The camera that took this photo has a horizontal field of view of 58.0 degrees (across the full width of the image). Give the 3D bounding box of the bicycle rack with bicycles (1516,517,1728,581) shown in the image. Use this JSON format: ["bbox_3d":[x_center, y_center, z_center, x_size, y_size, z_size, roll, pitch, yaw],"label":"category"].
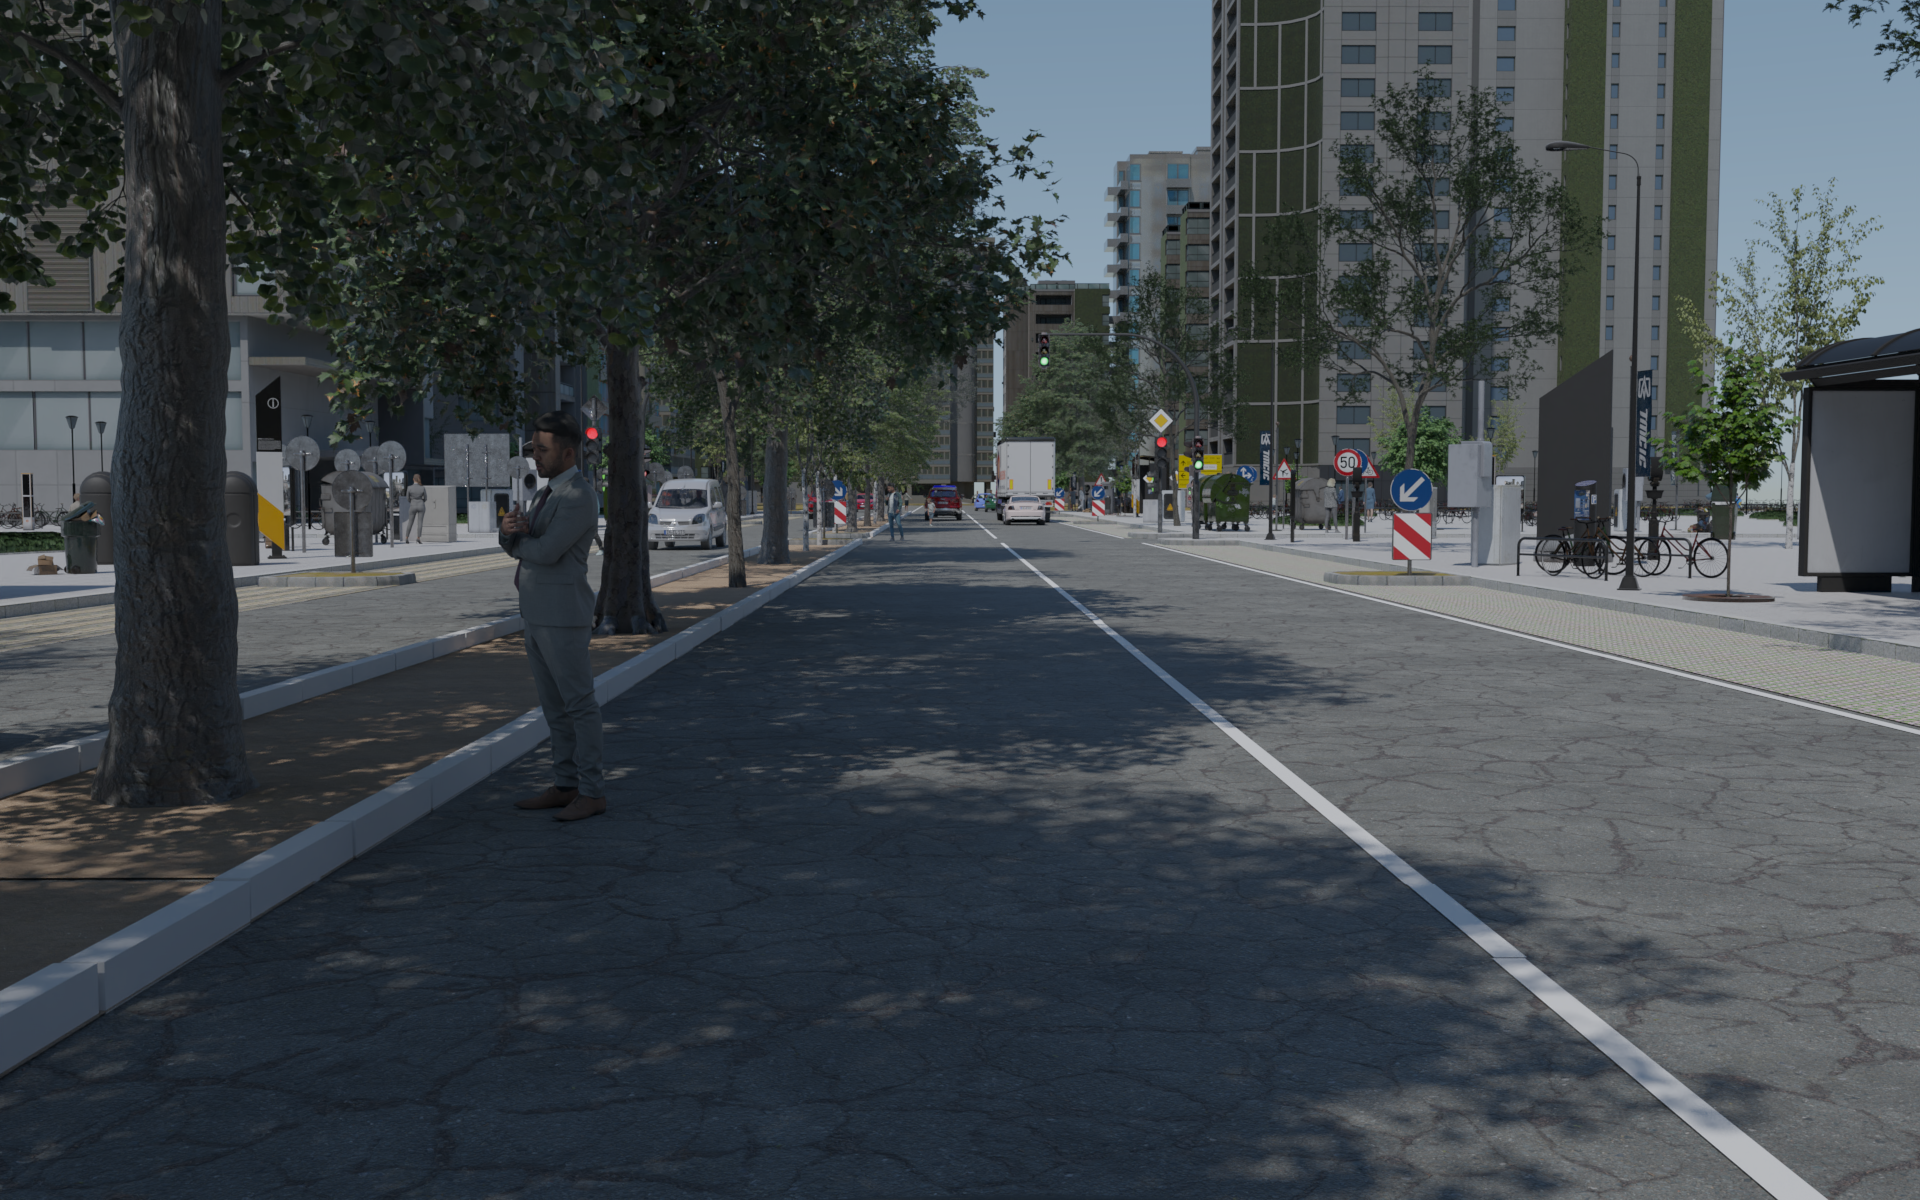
[{"bbox_3d":[9.965,-0.827,26.902,2.852,0.926,2.925,-2,4,-26],"label":"bicycle rack with bicycles"}]

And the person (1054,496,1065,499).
[{"bbox_3d":[7.919,-8.030,137.855,0.721,1.766,1.217,-3,5,-39],"label":"person"}]

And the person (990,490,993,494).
[{"bbox_3d":[2.781,-8.891,153.869,1.348,1.824,0.705,-1,4,-11],"label":"person"}]

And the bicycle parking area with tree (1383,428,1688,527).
[{"bbox_3d":[23.822,-5.233,72.556,9.016,4.147,8.231,-1,4,-10],"label":"bicycle parking area with tree"}]

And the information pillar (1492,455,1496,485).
[{"bbox_3d":[9.899,-1.729,32.758,0.304,2.012,0.304,-3,4,-37],"label":"information pillar"}]

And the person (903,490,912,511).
[{"bbox_3d":[-4.307,-8.080,141.394,0.721,1.735,1.217,-3,5,-41],"label":"person"}]

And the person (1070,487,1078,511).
[{"bbox_3d":[8.631,-7.587,130.450,0.716,1.782,0.532,1,4,15],"label":"person"}]

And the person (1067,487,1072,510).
[{"bbox_3d":[8.726,-7.954,136.088,0.705,1.824,1.348,-1,4,-19],"label":"person"}]

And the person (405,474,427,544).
[{"bbox_3d":[-13.991,-2.338,44.545,0.520,1.790,0.573,-2,4,-27],"label":"person"}]

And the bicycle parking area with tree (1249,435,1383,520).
[{"bbox_3d":[18.104,-6.140,87.385,9.016,4.147,8.231,0,4,4],"label":"bicycle parking area with tree"}]

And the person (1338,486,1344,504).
[{"bbox_3d":[24.929,-6.554,113.382,0.419,1.800,0.721,1,4,17],"label":"person"}]

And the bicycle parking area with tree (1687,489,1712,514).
[{"bbox_3d":[30.747,-5.914,83.692,8.231,4.147,9.016,-1,4,-9],"label":"bicycle parking area with tree"}]

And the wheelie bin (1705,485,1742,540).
[{"bbox_3d":[21.513,-2.500,48.788,0.980,1.594,0.693,2,4,32],"label":"wheelie bin"}]

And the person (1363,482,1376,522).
[{"bbox_3d":[18.643,-4.450,78.828,0.581,1.822,0.654,1,4,20],"label":"person"}]

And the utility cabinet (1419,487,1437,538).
[{"bbox_3d":[13.403,-2.500,49.552,0.318,1.500,1.173,2,4,25],"label":"utility cabinet"}]

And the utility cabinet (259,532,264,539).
[{"bbox_3d":[-19.965,-2.483,49.280,0.318,1.500,1.173,2,4,27],"label":"utility cabinet"}]

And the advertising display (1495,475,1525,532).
[{"bbox_3d":[18.706,-3.286,58.939,0.974,1.923,0.123,2,4,26],"label":"advertising display"}]

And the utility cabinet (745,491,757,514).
[{"bbox_3d":[-13.556,-6.330,112.177,0.318,1.500,1.173,1,4,21],"label":"utility cabinet"}]

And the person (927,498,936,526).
[{"bbox_3d":[-1.282,-3.919,77.256,0.352,1.250,0.332,-2,4,-31],"label":"person"}]

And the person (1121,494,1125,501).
[{"bbox_3d":[18.938,-11.970,201.764,0.705,1.823,1.348,-1,4,-15],"label":"person"}]

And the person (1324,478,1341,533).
[{"bbox_3d":[12.270,-3.119,57.219,0.526,1.800,0.537,-2,4,-29],"label":"person"}]

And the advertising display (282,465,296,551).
[{"bbox_3d":[-15.288,-2.072,39.091,0.974,1.923,0.123,3,5,41],"label":"advertising display"}]

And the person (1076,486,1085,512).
[{"bbox_3d":[8.587,-7.170,123.153,0.818,1.842,0.514,-1,4,-19],"label":"person"}]

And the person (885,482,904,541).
[{"bbox_3d":[-2.006,-2.668,52.472,0.623,1.781,0.721,1,4,18],"label":"person"}]

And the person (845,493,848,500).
[{"bbox_3d":[-8.859,-7.723,134.862,1.348,1.812,0.705,1,4,20],"label":"person"}]

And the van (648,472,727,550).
[{"bbox_3d":[-7.214,-2.372,45.788,2.013,2.044,4.112,0,4,0],"label":"van"}]

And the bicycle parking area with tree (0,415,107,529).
[{"bbox_3d":[-33.013,-4.827,65.928,9.016,4.147,8.231,0,4,-2],"label":"bicycle parking area with tree"}]

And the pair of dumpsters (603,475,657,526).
[{"bbox_3d":[-12.861,-3.956,67.170,1.574,2.255,4.437,0,4,-1],"label":"pair of dumpsters"}]

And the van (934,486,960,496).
[{"bbox_3d":[-1.098,-7.539,127.654,2.240,2.365,5.245,0,4,0],"label":"van"}]

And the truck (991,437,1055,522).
[{"bbox_3d":[3.286,-6.234,90.840,2.839,4.237,11.283,0,4,-2],"label":"truck"}]

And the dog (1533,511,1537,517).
[{"bbox_3d":[16.425,-2.072,48.262,0.800,0.831,0.513,3,4,36],"label":"dog"}]

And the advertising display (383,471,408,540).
[{"bbox_3d":[-15.745,-2.637,48.335,0.974,1.923,0.123,2,4,35],"label":"advertising display"}]

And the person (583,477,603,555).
[{"bbox_3d":[-8.620,-1.955,40.479,0.660,1.820,0.620,2,4,31],"label":"person"}]

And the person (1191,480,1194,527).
[{"bbox_3d":[9.252,-3.768,67.756,0.679,1.850,0.850,0,4,-4],"label":"person"}]

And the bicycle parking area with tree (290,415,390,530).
[{"bbox_3d":[-23.470,-4.789,65.304,9.016,4.147,8.231,1,4,19],"label":"bicycle parking area with tree"}]

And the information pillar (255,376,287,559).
[{"bbox_3d":[-13.590,-2.617,34.135,0.504,3.616,0.183,-2,4,-28],"label":"information pillar"}]

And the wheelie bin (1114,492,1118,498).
[{"bbox_3d":[10.683,-6.978,122.001,0.693,1.594,0.980,1,4,22],"label":"wheelie bin"}]

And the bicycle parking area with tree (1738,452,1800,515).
[{"bbox_3d":[48.102,-7.446,108.736,9.016,4.147,8.231,1,4,14],"label":"bicycle parking area with tree"}]

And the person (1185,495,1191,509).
[{"bbox_3d":[19.596,-8.560,145.938,1.348,1.831,0.705,0,4,3],"label":"person"}]

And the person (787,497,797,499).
[{"bbox_3d":[-14.008,-8.402,144.106,0.721,1.739,1.217,2,4,32],"label":"person"}]

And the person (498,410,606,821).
[{"bbox_3d":[-1.844,0.059,7.722,0.511,1.800,0.466,3,5,42],"label":"person"}]

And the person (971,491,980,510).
[{"bbox_3d":[1.640,-9.240,160.360,1.217,1.735,0.721,-1,4,-15],"label":"person"}]

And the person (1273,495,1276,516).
[{"bbox_3d":[18.204,-5.493,100.545,0.352,1.250,0.332,-3,5,-44],"label":"person"}]

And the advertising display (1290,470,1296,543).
[{"bbox_3d":[8.863,-2.503,46.143,0.123,1.923,0.974,1,4,10],"label":"advertising display"}]

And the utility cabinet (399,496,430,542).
[{"bbox_3d":[-14.613,-2.182,46.843,1.020,1.237,0.306,0,4,5],"label":"utility cabinet"}]

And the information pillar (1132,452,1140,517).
[{"bbox_3d":[9.792,-6.425,96.408,0.504,3.616,0.183,3,5,41],"label":"information pillar"}]

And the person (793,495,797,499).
[{"bbox_3d":[-19.854,-12.142,205.290,1.217,1.736,0.721,1,4,23],"label":"person"}]

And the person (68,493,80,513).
[{"bbox_3d":[-21.745,-1.982,42.716,0.475,1.303,0.640,0,4,-2],"label":"person"}]

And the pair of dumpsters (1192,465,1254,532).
[{"bbox_3d":[9.177,-3.553,60.586,1.574,2.255,4.437,0,4,0],"label":"pair of dumpsters"}]

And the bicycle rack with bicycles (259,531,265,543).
[{"bbox_3d":[-19.498,-1.976,45.697,2.925,0.926,2.852,0,4,3],"label":"bicycle rack with bicycles"}]

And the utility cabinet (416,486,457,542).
[{"bbox_3d":[-13.958,-2.290,46.123,1.173,1.500,0.318,2,4,29],"label":"utility cabinet"}]

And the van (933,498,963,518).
[{"bbox_3d":[-0.826,-6.024,105.504,2.013,2.044,4.112,0,4,1],"label":"van"}]

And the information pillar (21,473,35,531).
[{"bbox_3d":[-32.833,-3.457,61.011,0.304,2.012,0.304,-1,4,-12],"label":"information pillar"}]
